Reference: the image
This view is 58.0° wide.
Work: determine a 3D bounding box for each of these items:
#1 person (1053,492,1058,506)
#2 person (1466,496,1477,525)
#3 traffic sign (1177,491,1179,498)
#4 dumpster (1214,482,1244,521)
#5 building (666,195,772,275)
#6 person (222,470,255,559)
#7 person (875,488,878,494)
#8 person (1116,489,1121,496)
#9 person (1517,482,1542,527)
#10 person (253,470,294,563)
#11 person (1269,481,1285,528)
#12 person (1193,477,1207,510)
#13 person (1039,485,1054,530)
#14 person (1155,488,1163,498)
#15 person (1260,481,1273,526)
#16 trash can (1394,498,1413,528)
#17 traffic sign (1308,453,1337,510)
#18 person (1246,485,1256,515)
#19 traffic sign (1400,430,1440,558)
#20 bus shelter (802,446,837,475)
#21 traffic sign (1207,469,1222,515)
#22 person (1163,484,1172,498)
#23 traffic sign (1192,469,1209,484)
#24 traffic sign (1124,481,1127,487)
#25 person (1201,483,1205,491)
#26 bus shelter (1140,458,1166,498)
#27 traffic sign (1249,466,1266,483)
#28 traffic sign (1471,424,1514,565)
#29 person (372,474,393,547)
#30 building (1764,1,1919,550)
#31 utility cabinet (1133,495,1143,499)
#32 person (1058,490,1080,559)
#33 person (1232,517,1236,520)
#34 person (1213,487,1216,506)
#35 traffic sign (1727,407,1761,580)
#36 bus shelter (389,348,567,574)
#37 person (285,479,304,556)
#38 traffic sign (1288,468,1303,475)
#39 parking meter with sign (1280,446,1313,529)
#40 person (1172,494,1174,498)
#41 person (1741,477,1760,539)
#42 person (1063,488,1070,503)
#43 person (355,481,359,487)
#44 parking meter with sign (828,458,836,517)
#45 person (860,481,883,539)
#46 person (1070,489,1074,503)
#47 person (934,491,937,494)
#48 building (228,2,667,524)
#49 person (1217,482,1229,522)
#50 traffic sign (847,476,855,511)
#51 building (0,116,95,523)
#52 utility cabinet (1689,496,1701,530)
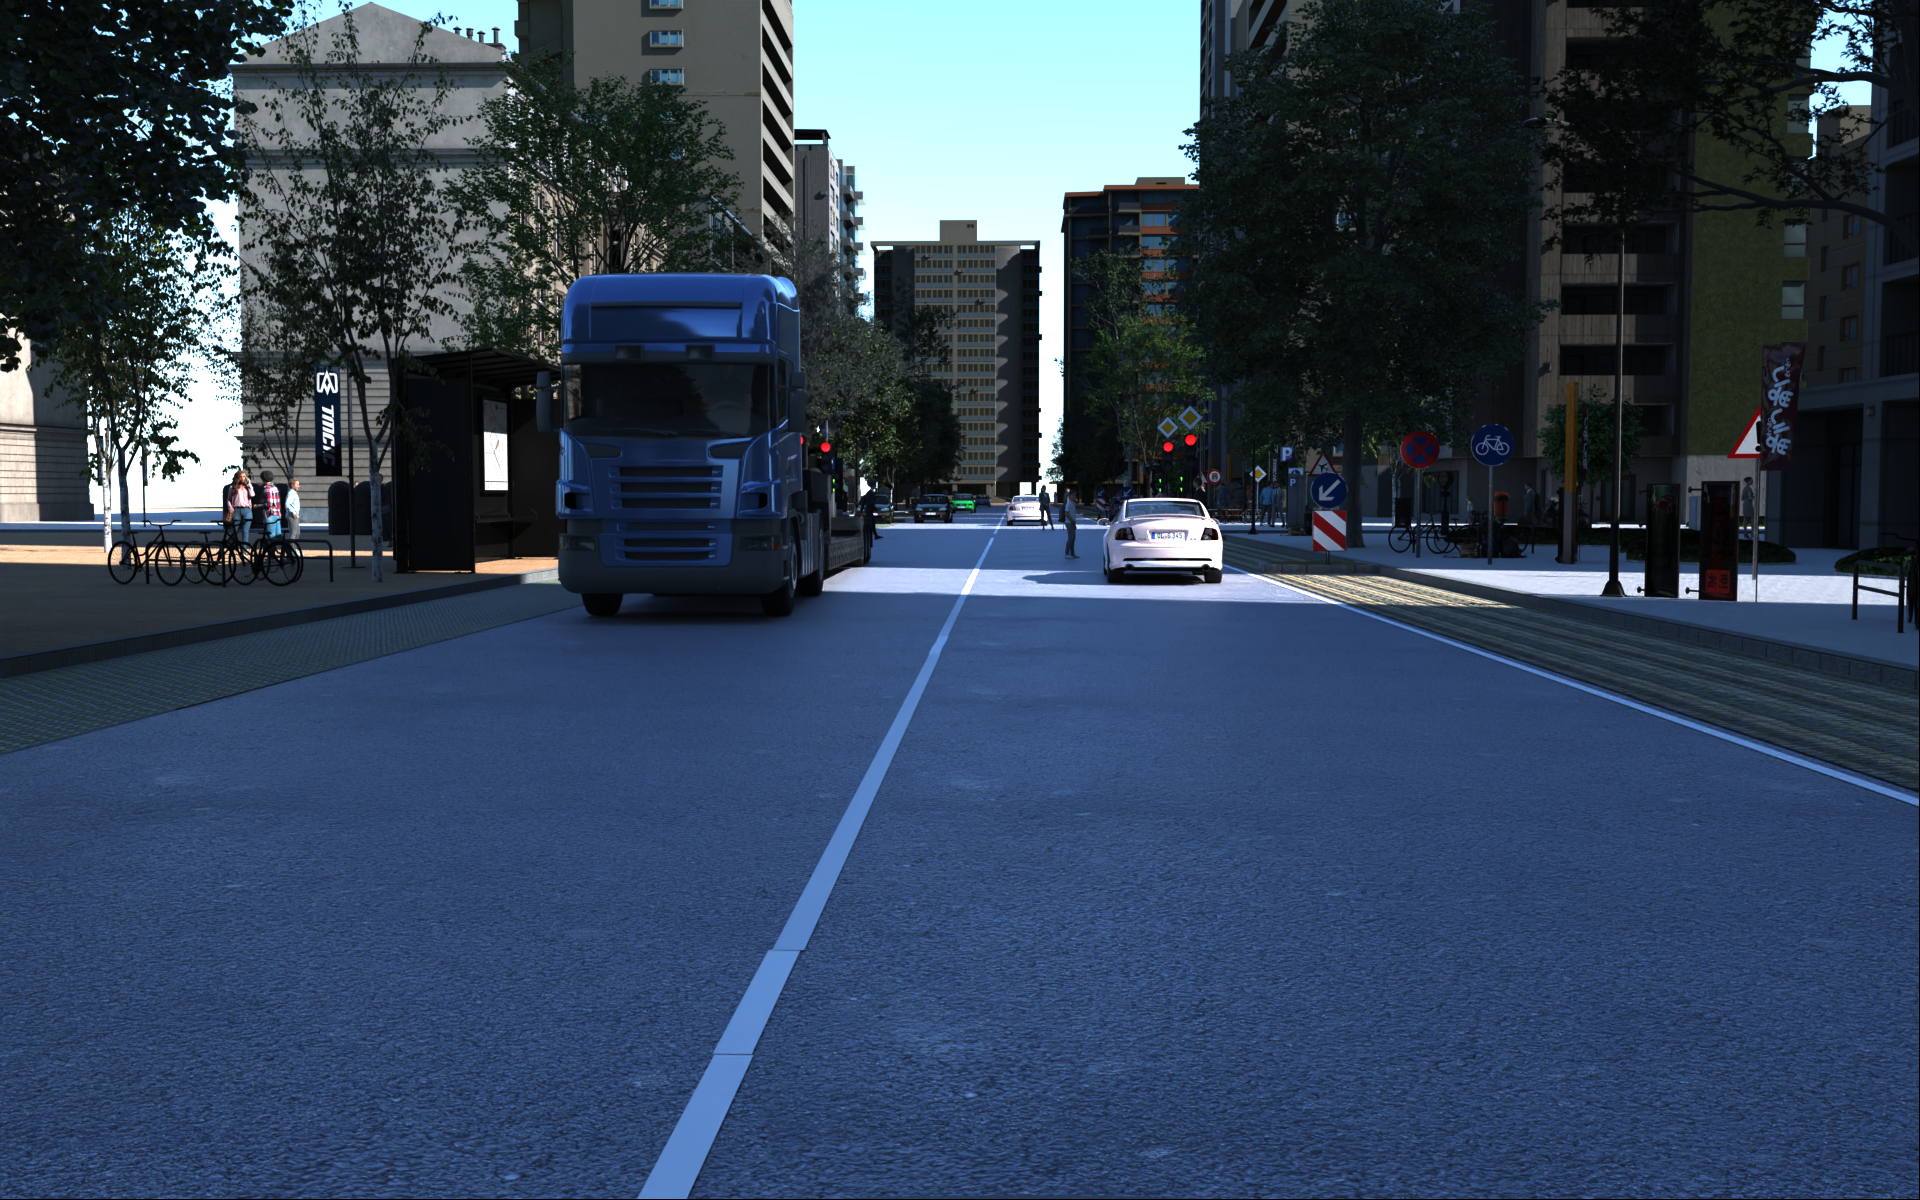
[{"bbox_3d":[11.396,-12.127,207.442,0.621,1.740,0.551,1,4,10],"label":"person"},{"bbox_3d":[18.458,-3.151,62.573,0.382,1.210,0.505,2,4,28],"label":"person"},{"bbox_3d":[11.788,-5.720,93.624,0.768,2.556,0.104,1,4,11],"label":"traffic sign"},{"bbox_3d":[12.843,-4.693,82.488,1.264,1.857,1.865,0,4,2],"label":"dumpster"},{"bbox_3d":[-22.409,-18.647,123.952,14.314,24.678,30.058,0,4,2],"label":"building"},{"bbox_3d":[-14.277,-1.690,34.262,0.593,1.750,0.643,-2,4,-26],"label":"person"},{"bbox_3d":[-6.715,-8.072,138.370,0.721,1.781,0.623,1,4,21],"label":"person"},{"bbox_3d":[14.289,-9.156,156.408,0.621,1.740,0.551,-3,5,-42],"label":"person"},{"bbox_3d":[18.631,-2.941,56.553,0.822,1.834,0.622,1,4,15],"label":"person"},{"bbox_3d":[-12.785,-1.552,32.249,0.643,1.720,0.563,0,4,-3],"label":"person"},{"bbox_3d":[12.176,-3.667,66.269,0.678,1.792,0.850,3,5,44],"label":"person"},{"bbox_3d":[5.972,-2.162,43.631,0.755,1.850,0.659,2,4,33],"label":"person"},{"bbox_3d":[3.414,-3.644,68.349,0.520,1.790,0.573,-3,4,-39],"label":"person"},{"bbox_3d":[7.713,-3.604,67.428,0.388,1.821,0.555,-1,4,-17],"label":"person"},{"bbox_3d":[12.282,-3.874,69.401,0.660,1.820,0.620,3,4,37],"label":"person"},{"bbox_3d":[16.829,-3.311,65.782,0.748,1.137,0.748,0,3,0],"label":"trash can"},{"bbox_3d":[10.833,-3.163,51.720,0.884,2.594,0.081,0,4,6],"label":"traffic sign"},{"bbox_3d":[16.617,-5.684,98.947,0.580,1.828,0.573,1,4,22],"label":"person"},{"bbox_3d":[9.221,-2.121,34.785,0.768,2.556,0.104,1,4,9],"label":"traffic sign"},{"bbox_3d":[-7.351,-5.869,87.247,1.731,3.624,6.357,0,4,2],"label":"bus shelter"},{"bbox_3d":[13.033,-5.416,88.661,0.768,2.556,0.104,1,4,8],"label":"traffic sign"},{"bbox_3d":[10.053,-4.771,84.229,0.537,1.800,0.526,1,4,19],"label":"person"},{"bbox_3d":[12.461,-5.481,89.623,0.884,2.594,0.081,0,4,7],"label":"traffic sign"},{"bbox_3d":[12.931,-8.050,133.740,0.606,2.300,0.079,1,4,9],"label":"traffic sign"},{"bbox_3d":[10.439,-4.253,75.861,0.573,1.790,0.520,1,4,10],"label":"person"},{"bbox_3d":[12.873,-7.553,114.769,1.731,3.624,6.357,0,4,2],"label":"bus shelter"},{"bbox_3d":[13.599,-4.848,79.000,0.795,2.593,0.064,1,4,9],"label":"traffic sign"},{"bbox_3d":[9.652,-1.918,31.471,0.768,2.556,0.104,0,4,7],"label":"traffic sign"},{"bbox_3d":[-13.968,-2.160,41.783,0.576,1.772,0.534,1,4,19],"label":"person"},{"bbox_3d":[29.337,-36.141,29.150,20.563,71.187,20.611,0,4,2],"label":"building"},{"bbox_3d":[13.147,-7.084,126.986,1.020,1.237,0.306,3,5,44],"label":"utility cabinet"},{"bbox_3d":[2.469,-1.677,38.511,0.523,1.515,0.503,-1,4,-15],"label":"person"},{"bbox_3d":[13.363,-4.535,84.477,0.425,1.301,0.394,1,4,19],"label":"person"},{"bbox_3d":[19.119,-7.574,130.057,0.592,1.802,0.473,0,4,-2],"label":"person"},{"bbox_3d":[11.869,-1.578,25.802,0.884,2.594,0.081,0,4,8],"label":"traffic sign"},{"bbox_3d":[-8.263,-2.426,30.942,1.731,3.624,6.357,0,4,2],"label":"bus shelter"},{"bbox_3d":[-13.859,-1.723,36.030,0.330,1.601,0.589,0,4,-3],"label":"person"},{"bbox_3d":[13.122,-4.015,67.778,0.606,2.300,0.079,1,4,8],"label":"traffic sign"},{"bbox_3d":[12.506,-4.151,64.123,0.543,3.016,1.738,3,4,38],"label":"parking meter with sign"},{"bbox_3d":[24.373,-11.549,198.096,0.421,1.427,0.697,0,4,1],"label":"person"},{"bbox_3d":[22.721,-2.655,49.787,0.374,1.781,0.599,0,4,0],"label":"person"},{"bbox_3d":[6.109,-5.548,99.385,0.709,1.800,0.728,3,5,43],"label":"person"},{"bbox_3d":[-24.630,-3.959,70.742,0.622,1.834,0.822,0,4,1],"label":"person"},{"bbox_3d":[-6.288,-5.364,83.962,0.543,3.016,1.738,0,4,1],"label":"parking meter with sign"},{"bbox_3d":[-2.754,-2.822,54.425,0.755,1.850,0.659,-1,4,-13],"label":"person"},{"bbox_3d":[7.692,-6.753,119.468,0.519,1.759,0.362,2,4,28],"label":"person"},{"bbox_3d":[-2.029,-8.684,151.206,0.721,1.735,1.217,-3,5,-41],"label":"person"},{"bbox_3d":[-23.870,-16.645,91.236,14.460,24.649,34.723,0,4,2],"label":"building"},{"bbox_3d":[12.140,-4.511,79.823,0.581,1.822,0.654,-2,4,-25],"label":"person"},{"bbox_3d":[-7.527,-7.363,120.498,0.768,2.556,0.104,1,4,11],"label":"traffic sign"},{"bbox_3d":[-51.865,-13.194,80.357,19.286,19.102,10.561,0,4,2],"label":"building"},{"bbox_3d":[26.304,-3.092,61.714,0.306,1.237,1.020,3,5,44],"label":"utility cabinet"}]
